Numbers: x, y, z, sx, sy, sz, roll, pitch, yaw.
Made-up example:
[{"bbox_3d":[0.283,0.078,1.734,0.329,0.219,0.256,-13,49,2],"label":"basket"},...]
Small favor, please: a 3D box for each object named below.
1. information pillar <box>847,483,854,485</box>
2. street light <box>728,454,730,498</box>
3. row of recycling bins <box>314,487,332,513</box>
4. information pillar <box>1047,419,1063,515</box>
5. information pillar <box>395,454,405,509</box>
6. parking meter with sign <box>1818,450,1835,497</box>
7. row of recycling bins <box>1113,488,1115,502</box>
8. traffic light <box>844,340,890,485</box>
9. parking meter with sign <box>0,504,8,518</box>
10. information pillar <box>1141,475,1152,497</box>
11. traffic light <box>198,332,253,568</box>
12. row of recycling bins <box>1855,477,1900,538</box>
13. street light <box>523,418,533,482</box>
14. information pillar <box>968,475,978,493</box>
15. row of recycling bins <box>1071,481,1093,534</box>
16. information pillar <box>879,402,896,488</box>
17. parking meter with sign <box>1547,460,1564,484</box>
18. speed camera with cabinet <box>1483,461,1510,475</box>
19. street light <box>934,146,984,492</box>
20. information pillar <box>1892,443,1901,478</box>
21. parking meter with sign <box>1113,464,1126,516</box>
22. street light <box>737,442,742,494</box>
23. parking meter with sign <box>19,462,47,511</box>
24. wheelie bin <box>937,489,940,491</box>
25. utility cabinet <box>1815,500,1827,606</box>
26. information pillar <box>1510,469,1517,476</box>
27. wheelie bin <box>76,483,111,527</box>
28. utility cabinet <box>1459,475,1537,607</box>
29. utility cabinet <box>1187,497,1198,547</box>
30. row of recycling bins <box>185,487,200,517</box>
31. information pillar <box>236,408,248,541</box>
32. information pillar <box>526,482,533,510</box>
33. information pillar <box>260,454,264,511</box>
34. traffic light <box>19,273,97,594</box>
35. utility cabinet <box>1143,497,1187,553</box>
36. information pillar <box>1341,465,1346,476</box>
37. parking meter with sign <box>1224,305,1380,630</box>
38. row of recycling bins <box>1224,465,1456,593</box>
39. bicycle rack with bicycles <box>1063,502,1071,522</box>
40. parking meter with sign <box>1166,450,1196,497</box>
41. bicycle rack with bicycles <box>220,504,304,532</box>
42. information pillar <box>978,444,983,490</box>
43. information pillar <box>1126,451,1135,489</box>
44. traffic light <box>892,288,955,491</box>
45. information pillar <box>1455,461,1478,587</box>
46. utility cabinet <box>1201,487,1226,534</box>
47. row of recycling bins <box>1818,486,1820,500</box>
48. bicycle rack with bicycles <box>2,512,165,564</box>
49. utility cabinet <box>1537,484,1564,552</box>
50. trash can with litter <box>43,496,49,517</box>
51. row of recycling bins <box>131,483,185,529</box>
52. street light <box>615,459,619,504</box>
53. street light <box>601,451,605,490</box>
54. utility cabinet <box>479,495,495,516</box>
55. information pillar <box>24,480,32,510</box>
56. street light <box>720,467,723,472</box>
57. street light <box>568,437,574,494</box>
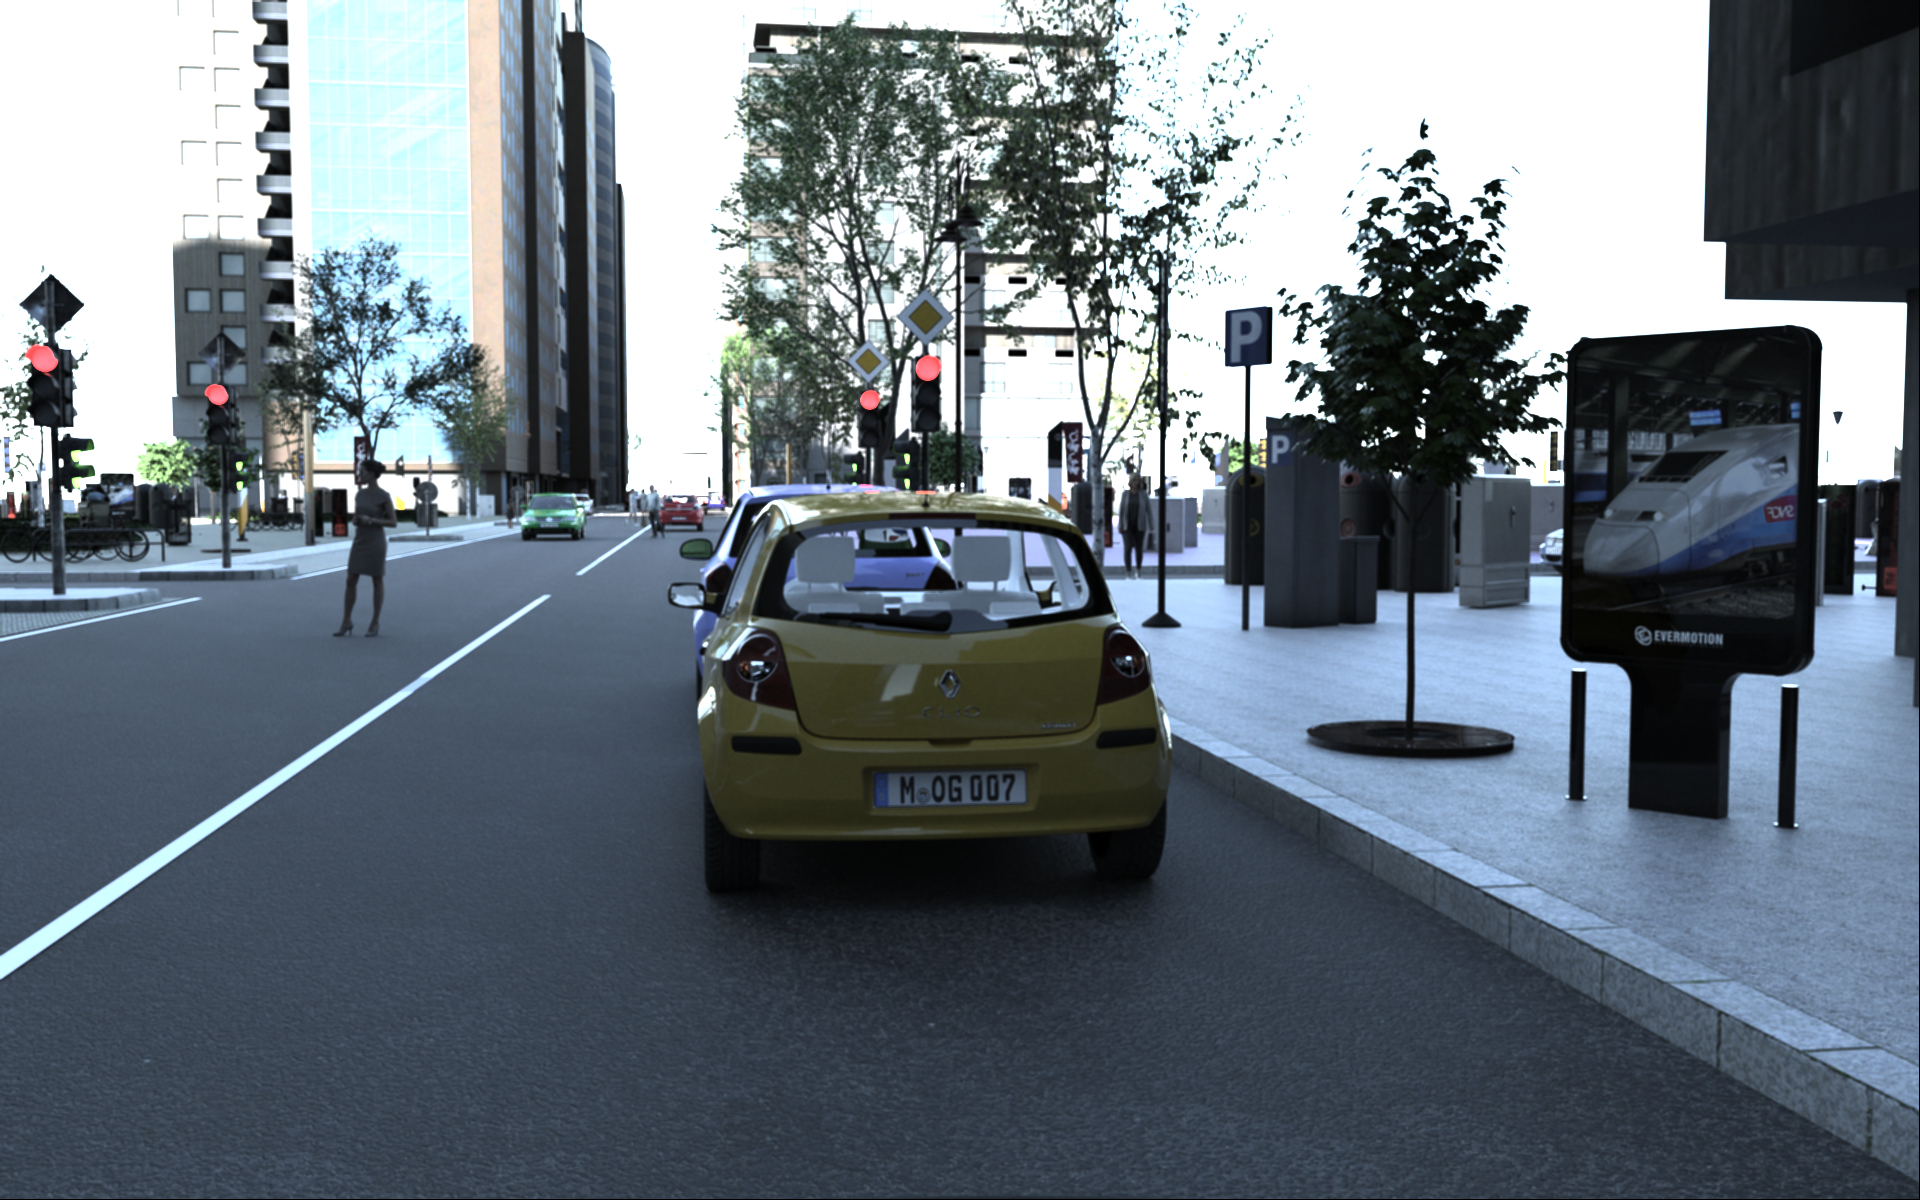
[{"bbox_3d":[-5.286,-4.849,83.778,0.304,2.012,0.304,0,4,7],"label":"information pillar"},{"bbox_3d":[-26.214,-13.691,196.642,0.468,5.910,1.993,-1,4,-9],"label":"street light"},{"bbox_3d":[-36.142,-5.556,97.948,1.069,1.692,3.534,-1,4,-12],"label":"row of recycling bins"},{"bbox_3d":[2.998,-3.853,54.352,0.504,3.616,0.183,0,4,-5],"label":"information pillar"},{"bbox_3d":[-32.481,-6.676,100.512,0.504,3.616,0.183,0,4,6],"label":"information pillar"},{"bbox_3d":[33.575,-4.422,68.564,0.543,3.016,1.738,-3,4,-38],"label":"parking meter with sign"},{"bbox_3d":[9.769,-6.164,107.889,1.069,1.692,3.534,-1,4,-16],"label":"row of recycling bins"},{"bbox_3d":[-1.692,-2.614,31.666,0.839,4.253,0.868,-1,4,-9],"label":"traffic light"},{"bbox_3d":[-40.486,-4.647,72.235,0.543,3.016,1.738,0,4,7],"label":"parking meter with sign"},{"bbox_3d":[7.114,-3.766,66.064,0.304,2.012,0.304,2,4,35],"label":"information pillar"},{"bbox_3d":[-12.725,-2.511,29.982,0.839,4.253,0.868,-1,4,-9],"label":"traffic light"},{"bbox_3d":[27.585,-2.601,49.635,3.534,1.692,1.069,3,4,36],"label":"row of recycling bins"},{"bbox_3d":[-26.434,-8.150,106.045,0.468,5.910,1.993,-1,4,-9],"label":"street light"},{"bbox_3d":[0.500,-3.848,67.405,0.304,2.012,0.304,-1,4,-22],"label":"information pillar"},{"bbox_3d":[4.184,-3.037,56.761,1.069,1.692,3.534,0,4,6],"label":"row of recycling bins"},{"bbox_3d":[-1.767,-3.074,41.610,0.504,3.616,0.183,0,4,-7],"label":"information pillar"},{"bbox_3d":[30.440,-5.655,88.718,0.543,3.016,1.738,-1,4,-12],"label":"parking meter with sign"},{"bbox_3d":[13.930,-3.122,45.377,0.660,3.252,2.038,2,4,28],"label":"speed camera with cabinet"},{"bbox_3d":[-0.022,-3.100,23.475,0.468,5.910,1.993,-1,4,-9],"label":"street light"},{"bbox_3d":[43.294,-5.421,79.992,0.183,3.616,0.504,-2,4,-30],"label":"information pillar"},{"bbox_3d":[9.258,-6.325,99.668,0.543,3.016,1.738,3,5,40],"label":"parking meter with sign"},{"bbox_3d":[-18.829,-10.711,147.910,0.468,5.910,1.993,-1,4,-9],"label":"street light"},{"bbox_3d":[-50.152,-5.957,93.651,0.543,3.016,1.738,0,4,7],"label":"parking meter with sign"},{"bbox_3d":[-1.466,-5.958,105.327,0.980,1.594,0.693,-3,5,-41],"label":"wheelie bin"},{"bbox_3d":[9.474,-0.550,20.148,1.020,1.237,0.306,3,4,36],"label":"utility cabinet"},{"bbox_3d":[34.231,-7.086,107.215,0.504,3.616,0.183,3,4,38],"label":"information pillar"},{"bbox_3d":[-24.217,-2.478,48.418,0.980,1.594,0.693,2,4,28],"label":"wheelie bin"},{"bbox_3d":[6.129,-0.678,19.768,0.318,1.500,1.173,3,5,43],"label":"utility cabinet"},{"bbox_3d":[5.248,-1.888,42.036,1.020,1.237,0.306,-1,4,-17],"label":"utility cabinet"},{"bbox_3d":[-44.095,-5.523,97.406,3.534,1.692,1.069,2,4,30],"label":"row of recycling bins"},{"bbox_3d":[-19.612,-3.421,47.295,0.183,3.616,0.504,0,4,-2],"label":"information pillar"},{"bbox_3d":[-25.388,-5.975,102.175,0.304,2.012,0.304,-3,5,-42],"label":"information pillar"},{"bbox_3d":[-40.778,-6.717,101.178,0.183,3.616,0.504,-2,4,-28],"label":"information pillar"},{"bbox_3d":[-11.527,-2.029,22.087,0.839,4.253,0.868,-1,4,-9],"label":"traffic light"},{"bbox_3d":[4.392,-1.640,37.970,1.020,1.237,0.306,1,4,16],"label":"utility cabinet"},{"bbox_3d":[7.726,-2.637,34.462,0.504,3.616,0.183,0,4,-3],"label":"information pillar"},{"bbox_3d":[3.351,-1.254,16.770,1.738,3.016,0.543,-3,4,-38],"label":"parking meter with sign"},{"bbox_3d":[5.168,-1.021,23.801,3.534,1.692,1.069,3,5,44],"label":"row of recycling bins"},{"bbox_3d":[4.788,-3.934,77.704,2.925,0.926,2.852,0,4,-7],"label":"bicycle rack with bicycles"},{"bbox_3d":[8.483,-4.440,68.856,1.738,3.016,0.543,-1,4,-22],"label":"parking meter with sign"},{"bbox_3d":[-24.257,-2.878,60.442,2.925,0.926,2.852,-2,4,-29],"label":"bicycle rack with bicycles"},{"bbox_3d":[0.968,-5.493,81.161,0.183,3.616,0.504,-1,4,-21],"label":"information pillar"},{"bbox_3d":[9.345,-6.335,94.935,0.504,3.616,0.183,1,4,8],"label":"information pillar"},{"bbox_3d":[-0.494,-2.131,23.771,0.839,4.253,0.868,-1,4,-9],"label":"traffic light"},{"bbox_3d":[6.986,-1.198,24.078,0.304,2.012,0.304,3,5,39],"label":"information pillar"},{"bbox_3d":[8.207,-2.856,55.380,0.318,1.500,1.173,-2,4,-34],"label":"utility cabinet"},{"bbox_3d":[43.827,-5.208,92.258,3.534,1.692,1.069,2,4,25],"label":"row of recycling bins"},{"bbox_3d":[-16.661,-1.203,33.053,2.925,0.926,2.852,-3,5,-43],"label":"bicycle rack with bicycles"},{"bbox_3d":[12.798,-1.779,37.772,1.173,1.500,0.318,2,4,23],"label":"utility cabinet"},{"bbox_3d":[-44.090,-4.438,83.611,1.678,1.210,2.233,-1,4,-15],"label":"trash can with litter"},{"bbox_3d":[-30.588,-3.494,64.232,3.534,1.692,1.069,1,4,23],"label":"row of recycling bins"},{"bbox_3d":[-43.875,-15.199,221.288,0.468,5.910,1.993,-1,4,-9],"label":"street light"},{"bbox_3d":[-38.743,-13.152,187.819,0.468,5.910,1.993,-1,4,-9],"label":"street light"},{"bbox_3d":[-27.661,-5.500,101.083,0.306,1.237,1.020,3,5,39],"label":"utility cabinet"},{"bbox_3d":[-49.531,-5.357,92.075,0.304,2.012,0.304,-2,4,-30],"label":"information pillar"},{"bbox_3d":[-31.335,-15.739,230.112,0.468,5.910,1.993,-1,4,-9],"label":"street light"},{"bbox_3d":[-31.470,-10.230,140.052,0.468,5.910,1.993,-1,4,-9],"label":"street light"}]
